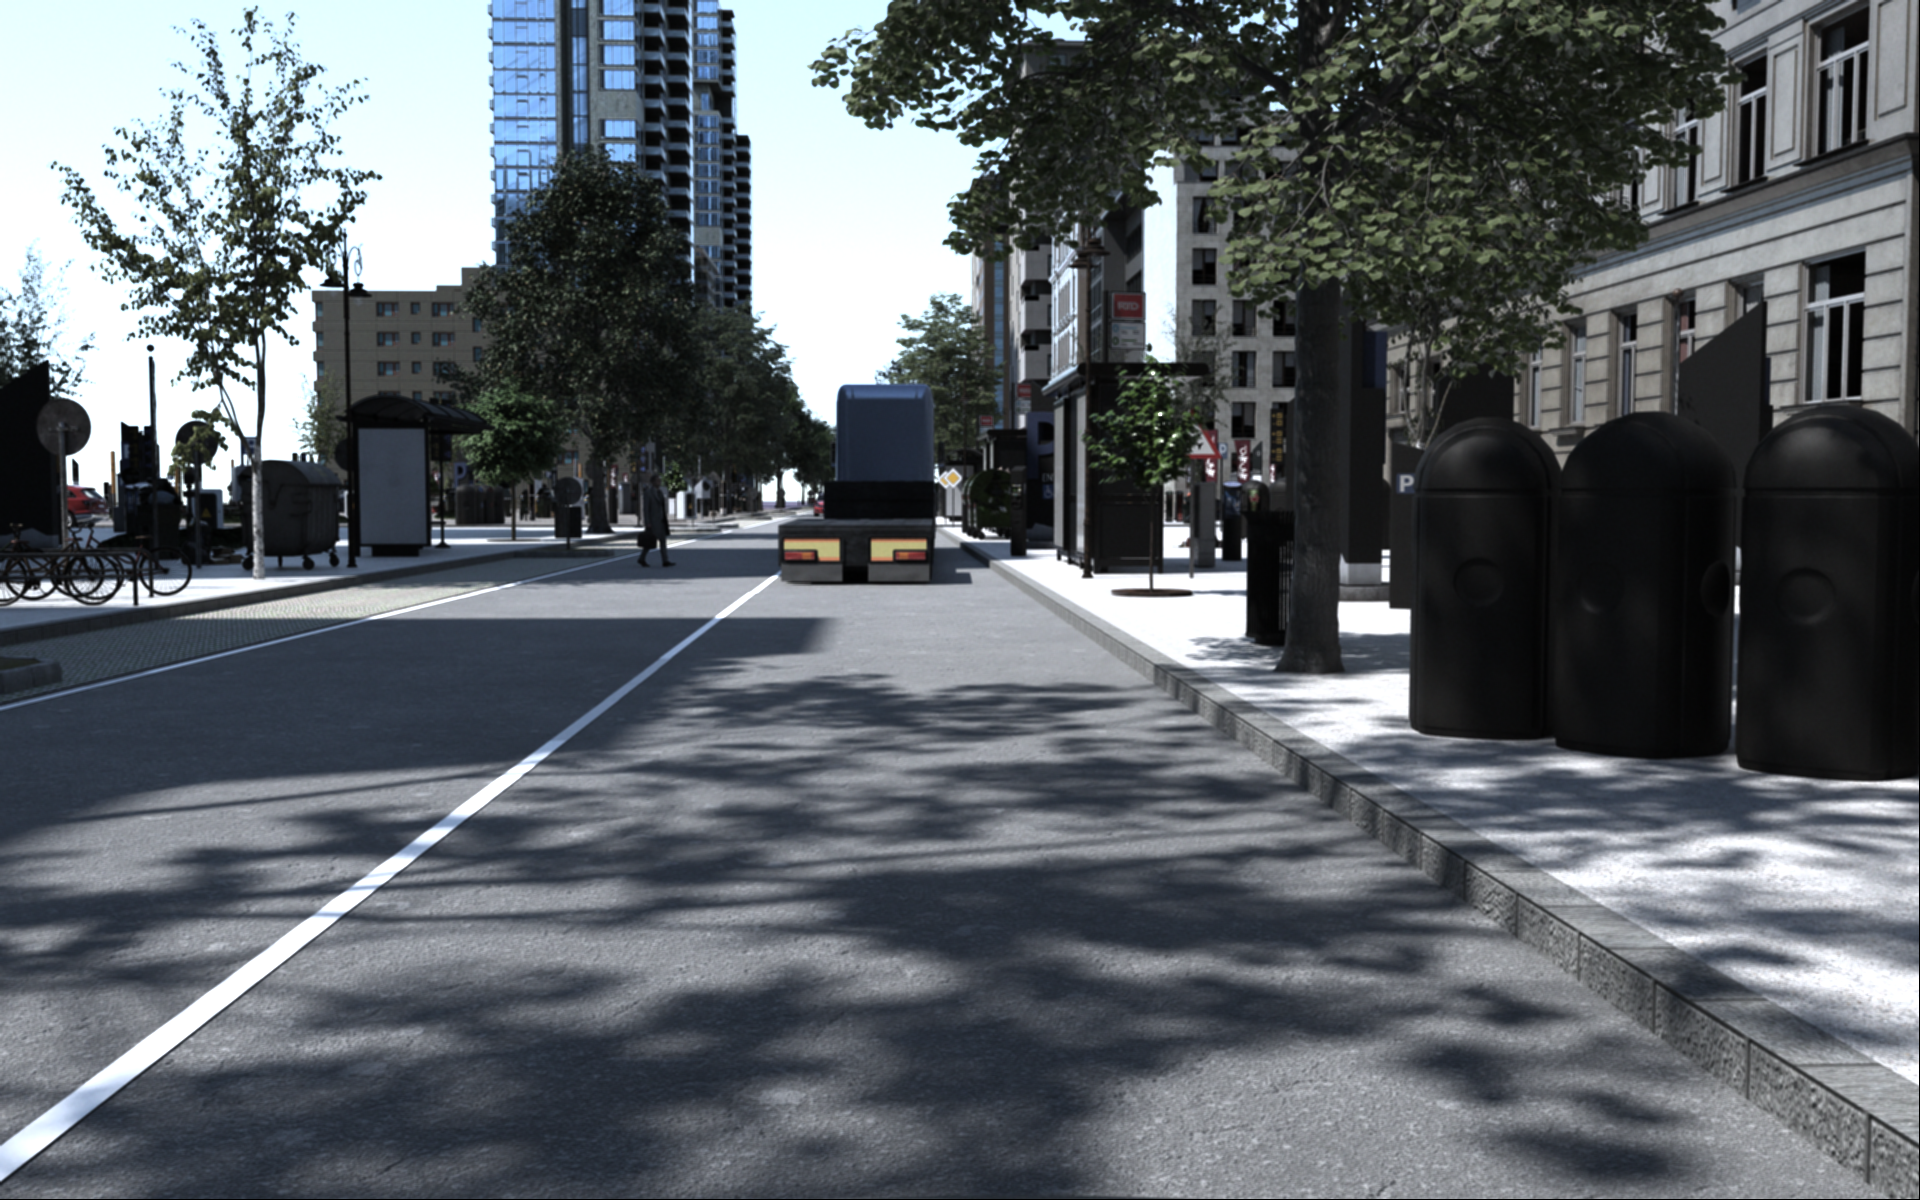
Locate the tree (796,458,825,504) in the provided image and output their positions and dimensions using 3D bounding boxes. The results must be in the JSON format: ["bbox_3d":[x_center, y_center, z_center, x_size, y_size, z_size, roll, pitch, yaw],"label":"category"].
[{"bbox_3d":[-19.875,-16.777,224.665,4.360,8.622,3.978,0,3,0],"label":"tree"}]

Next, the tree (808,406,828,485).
[{"bbox_3d":[-17.202,-15.062,163.277,9.611,12.733,9.660,0,3,0],"label":"tree"}]

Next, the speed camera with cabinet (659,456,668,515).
[{"bbox_3d":[-15.910,-5.905,90.886,0.660,3.252,2.038,-2,4,-28],"label":"speed camera with cabinet"}]

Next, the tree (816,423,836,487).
[{"bbox_3d":[-23.462,-24.423,305.974,9.857,13.997,8.962,0,3,0],"label":"tree"}]

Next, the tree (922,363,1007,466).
[{"bbox_3d":[-1.214,-11.043,114.973,8.767,10.594,7.601,0,4,-3],"label":"tree"}]

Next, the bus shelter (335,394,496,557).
[{"bbox_3d":[-11.770,-2.692,37.936,2.014,3.302,5.546,0,4,-3],"label":"bus shelter"}]

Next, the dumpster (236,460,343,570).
[{"bbox_3d":[-11.549,-1.475,29.880,1.264,1.857,1.865,0,4,-3],"label":"dumpster"}]

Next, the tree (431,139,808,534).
[{"bbox_3d":[-11.857,-8.515,56.234,9.611,12.733,9.660,0,3,0],"label":"tree"}]

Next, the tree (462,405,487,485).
[{"bbox_3d":[-36.724,-10.646,124.417,4.737,8.622,4.395,0,3,0],"label":"tree"}]

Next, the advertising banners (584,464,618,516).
[{"bbox_3d":[-21.224,-6.496,102.392,2.074,3.025,0.090,0,4,2],"label":"advertising banners"}]

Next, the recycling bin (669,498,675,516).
[{"bbox_3d":[-16.970,-5.580,103.783,0.722,1.027,0.722,3,5,42],"label":"recycling bin"}]

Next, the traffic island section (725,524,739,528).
[{"bbox_3d":[-10.471,-3.132,73.482,2.009,0.180,2.903,0,4,-3],"label":"traffic island section"}]

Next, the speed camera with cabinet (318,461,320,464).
[{"bbox_3d":[-38.457,-6.669,103.377,0.660,3.252,2.038,-1,4,-22],"label":"speed camera with cabinet"}]

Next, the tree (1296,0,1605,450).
[{"bbox_3d":[6.927,-4.569,25.067,4.360,8.622,3.978,0,3,0],"label":"tree"}]

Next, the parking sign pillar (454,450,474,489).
[{"bbox_3d":[-30.293,-7.176,105.802,1.447,3.967,1.447,2,4,33],"label":"parking sign pillar"}]

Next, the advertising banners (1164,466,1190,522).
[{"bbox_3d":[10.186,-5.151,80.404,2.074,3.025,0.090,-3,5,-44],"label":"advertising banners"}]

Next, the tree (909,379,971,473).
[{"bbox_3d":[-3.096,-15.753,167.925,12.009,13.543,11.850,0,3,0],"label":"tree"}]

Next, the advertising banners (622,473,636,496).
[{"bbox_3d":[-26.518,-8.845,140.809,2.074,3.025,0.090,1,4,17],"label":"advertising banners"}]

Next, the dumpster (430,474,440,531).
[{"bbox_3d":[-13.826,-2.460,42.713,1.502,2.255,1.985,0,4,-2],"label":"dumpster"}]

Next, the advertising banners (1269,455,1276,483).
[{"bbox_3d":[9.830,-3.635,55.622,2.074,3.025,0.090,1,4,17],"label":"advertising banners"}]

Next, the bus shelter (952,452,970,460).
[{"bbox_3d":[0.739,-6.607,85.652,2.179,5.291,8.768,0,4,-3],"label":"bus shelter"}]

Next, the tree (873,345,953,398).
[{"bbox_3d":[-3.966,-21.960,214.934,12.611,20.169,13.585,0,3,0],"label":"tree"}]

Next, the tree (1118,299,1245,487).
[{"bbox_3d":[8.626,-6.985,64.570,4.360,8.622,3.978,0,3,0],"label":"tree"}]

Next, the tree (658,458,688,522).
[{"bbox_3d":[-13.227,-5.282,80.965,1.663,3.219,1.824,0,3,0],"label":"tree"}]

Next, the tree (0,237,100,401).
[{"bbox_3d":[-27.281,-6.109,50.250,4.360,8.622,3.978,0,3,0],"label":"tree"}]

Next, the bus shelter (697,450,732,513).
[{"bbox_3d":[-17.167,-8.696,119.816,2.179,5.291,8.768,0,4,-2],"label":"bus shelter"}]

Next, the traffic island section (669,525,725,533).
[{"bbox_3d":[-10.120,-2.644,65.505,2.009,0.180,2.903,0,4,-3],"label":"traffic island section"}]

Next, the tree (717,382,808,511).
[{"bbox_3d":[-15.343,-12.024,131.009,8.767,10.594,7.601,3,5,39],"label":"tree"}]

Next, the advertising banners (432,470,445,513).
[{"bbox_3d":[-37.924,-8.029,127.462,2.074,3.025,0.090,1,4,17],"label":"advertising banners"}]

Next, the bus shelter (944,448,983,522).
[{"bbox_3d":[0.131,-5.163,78.339,2.014,3.302,5.546,0,4,-2],"label":"bus shelter"}]

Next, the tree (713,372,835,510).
[{"bbox_3d":[-16.437,-13.147,140.712,9.928,11.665,9.643,0,3,0],"label":"tree"}]

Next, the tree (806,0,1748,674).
[{"bbox_3d":[2.479,-5.779,12.610,7.486,12.596,7.792,0,3,0],"label":"tree"}]

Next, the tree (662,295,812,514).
[{"bbox_3d":[-14.967,-12.455,110.294,9.857,13.997,8.962,0,3,0],"label":"tree"}]

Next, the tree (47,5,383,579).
[{"bbox_3d":[-10.817,-4.620,25.893,4.737,8.622,4.395,0,3,0],"label":"tree"}]

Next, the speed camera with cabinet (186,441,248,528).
[{"bbox_3d":[-23.684,-3.746,55.576,2.038,3.252,0.660,-3,4,-36],"label":"speed camera with cabinet"}]

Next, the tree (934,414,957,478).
[{"bbox_3d":[-1.291,-10.896,128.511,4.737,8.622,4.395,0,3,0],"label":"tree"}]

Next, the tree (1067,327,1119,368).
[{"bbox_3d":[5.732,-7.665,75.678,4.360,8.622,3.978,0,3,0],"label":"tree"}]

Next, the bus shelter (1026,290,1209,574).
[{"bbox_3d":[2.734,-3.318,31.889,2.179,5.291,8.768,0,4,-3],"label":"bus shelter"}]

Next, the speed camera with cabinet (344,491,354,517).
[{"bbox_3d":[-29.964,-5.689,87.350,2.038,3.252,0.660,0,4,4],"label":"speed camera with cabinet"}]

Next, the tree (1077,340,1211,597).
[{"bbox_3d":[2.303,-1.675,21.986,1.663,3.219,1.824,0,3,0],"label":"tree"}]

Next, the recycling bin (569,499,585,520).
[{"bbox_3d":[-19.128,-4.499,86.114,0.722,1.027,0.722,-3,4,-37],"label":"recycling bin"}]

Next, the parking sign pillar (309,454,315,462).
[{"bbox_3d":[-43.091,-7.788,115.809,1.447,3.967,1.447,0,4,-6],"label":"parking sign pillar"}]

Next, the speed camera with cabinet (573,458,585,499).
[{"bbox_3d":[-20.947,-6.161,95.068,0.660,3.252,2.038,-1,4,-10],"label":"speed camera with cabinet"}]

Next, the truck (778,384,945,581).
[{"bbox_3d":[-1.765,-2.860,36.528,2.967,4.110,18.799,0,4,-1],"label":"truck"}]

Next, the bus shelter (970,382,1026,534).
[{"bbox_3d":[1.754,-5.042,60.071,2.179,5.291,8.768,0,4,-3],"label":"bus shelter"}]

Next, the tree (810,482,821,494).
[{"bbox_3d":[-21.455,-16.009,256.340,1.663,3.219,1.824,0,3,0],"label":"tree"}]

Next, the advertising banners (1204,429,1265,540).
[{"bbox_3d":[7.293,-3.066,46.318,0.090,3.025,2.074,-3,5,-44],"label":"advertising banners"}]

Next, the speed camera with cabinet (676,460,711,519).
[{"bbox_3d":[-13.619,-5.763,88.563,0.660,3.252,2.038,2,4,33],"label":"speed camera with cabinet"}]

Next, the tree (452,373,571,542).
[{"bbox_3d":[-12.300,-3.886,47.251,4.285,4.588,4.351,0,3,0],"label":"tree"}]
